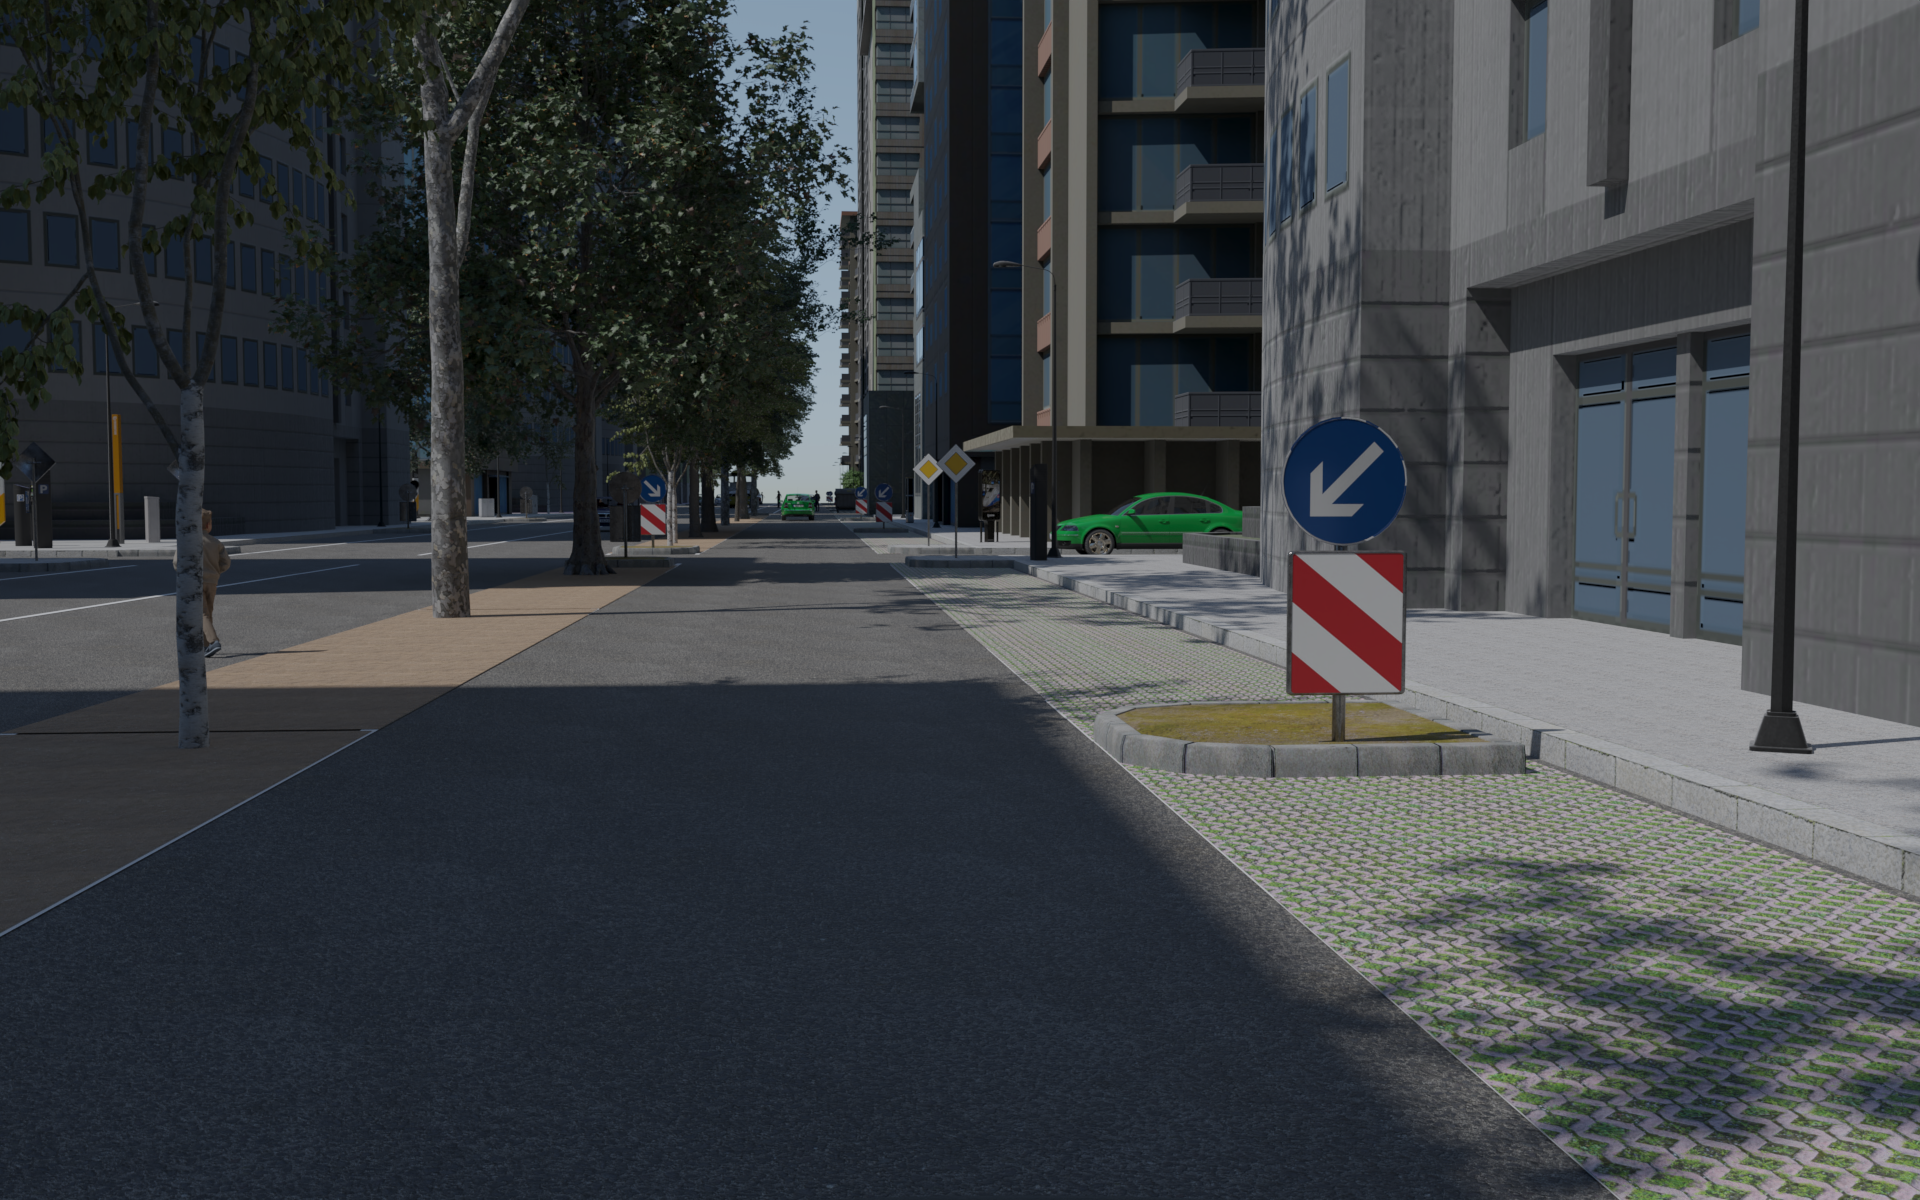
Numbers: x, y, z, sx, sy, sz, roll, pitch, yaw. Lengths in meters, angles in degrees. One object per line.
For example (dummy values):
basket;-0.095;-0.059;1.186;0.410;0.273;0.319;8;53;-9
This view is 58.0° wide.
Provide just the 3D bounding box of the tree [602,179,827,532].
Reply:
tree;-9.430;-9.515;64.678;9.857;13.997;8.962;0;3;0

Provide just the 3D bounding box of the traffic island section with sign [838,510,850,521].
traffic island section with sign;-5.369;-5.092;91.881;1.989;1.847;2.006;0;4;-5

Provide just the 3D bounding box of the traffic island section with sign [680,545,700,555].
traffic island section with sign;-7.351;-2.058;41.792;2.006;1.907;1.989;0;4;-5

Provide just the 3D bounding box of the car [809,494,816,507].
car;-16.694;-10.922;190.583;2.014;1.417;4.499;0;4;-5

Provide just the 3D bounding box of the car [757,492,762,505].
car;-27.949;-13.858;235.245;2.281;1.827;5.304;0;4;-5

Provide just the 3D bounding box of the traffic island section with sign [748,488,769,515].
traffic island section with sign;-13.874;-6.637;116.648;2.006;1.907;1.989;0;4;-5

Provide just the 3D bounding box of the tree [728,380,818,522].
tree;-11.548;-9.307;89.044;8.767;10.594;7.601;0;4;-5

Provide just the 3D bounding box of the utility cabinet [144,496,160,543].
utility cabinet;-21.451;-2.132;46.021;0.306;1.237;1.020;-2;4;-29

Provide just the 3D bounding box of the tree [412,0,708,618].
tree;-4.609;-9.808;18.710;12.611;20.169;13.585;0;3;0

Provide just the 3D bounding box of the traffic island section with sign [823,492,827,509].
traffic island section with sign;-12.072;-9.809;169.009;1.989;1.847;2.006;0;4;-5

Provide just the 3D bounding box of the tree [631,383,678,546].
tree;-7.588;-5.635;44.959;4.737;8.622;4.395;0;3;0

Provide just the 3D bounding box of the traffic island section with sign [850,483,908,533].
traffic island section with sign;-2.972;-3.416;64.485;1.989;1.847;2.006;0;4;-5

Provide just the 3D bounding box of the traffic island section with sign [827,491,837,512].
traffic island section with sign;-9.734;-8.167;142.155;1.989;1.847;2.006;0;4;-5

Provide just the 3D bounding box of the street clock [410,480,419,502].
street clock;-28.043;-5.168;89.063;0.471;2.002;0.358;-1;4;-20

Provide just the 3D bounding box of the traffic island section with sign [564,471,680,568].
traffic island section with sign;-6.718;-1.607;34.411;2.006;1.907;1.989;0;4;-5

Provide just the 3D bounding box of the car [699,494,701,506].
car;-27.842;-10.755;187.642;2.131;1.459;4.920;0;4;-3

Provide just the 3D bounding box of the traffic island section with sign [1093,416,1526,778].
traffic island section with sign;1.801;-0.062;9.647;1.989;1.847;2.006;0;4;-5

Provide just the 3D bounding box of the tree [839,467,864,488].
tree;-12.701;-13.512;204.640;4.285;4.588;4.351;0;3;0

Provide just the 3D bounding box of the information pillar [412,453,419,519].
information pillar;-28.475;-6.067;90.542;0.183;3.616;0.504;1;4;10

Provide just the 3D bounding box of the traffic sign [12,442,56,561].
traffic sign;-17.711;-1.805;33.162;0.795;2.450;0.064;0;4;-5

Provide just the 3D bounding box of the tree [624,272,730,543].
tree;-8.202;-5.917;49.563;4.360;8.622;3.978;0;3;0

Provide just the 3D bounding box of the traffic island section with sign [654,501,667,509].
traffic island section with sign;-29.439;-9.720;167.556;1.989;1.847;2.006;0;4;-5

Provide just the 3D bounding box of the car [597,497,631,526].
car;-13.575;-3.341;67.203;1.945;1.354;3.894;0;4;-7

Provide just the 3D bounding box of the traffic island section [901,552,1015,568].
traffic island section;-0.059;-0.763;34.749;2.009;0.180;2.903;0;4;-5

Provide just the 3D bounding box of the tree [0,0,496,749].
tree;-4.373;-3.480;9.724;4.737;8.622;4.395;0;3;0

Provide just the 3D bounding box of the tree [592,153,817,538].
tree;-8.543;-8.283;56.010;7.486;12.596;7.792;0;3;0

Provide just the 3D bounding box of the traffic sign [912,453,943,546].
traffic sign;-0.774;-2.384;42.625;0.795;2.450;0.064;0;4;-5

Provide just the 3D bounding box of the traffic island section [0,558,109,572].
traffic island section;-17.734;-0.669;33.221;2.009;0.180;2.903;0;4;-5

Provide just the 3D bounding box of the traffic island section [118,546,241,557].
traffic island section;-18.426;-1.156;41.177;2.009;0.180;2.903;0;4;-5

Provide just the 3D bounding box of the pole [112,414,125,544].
pole;-21.609;-3.096;44.460;0.158;3.312;0.155;0;3;0

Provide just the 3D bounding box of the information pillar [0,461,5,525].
information pillar;-25.169;-3.286;45.073;0.504;3.616;0.183;-1;4;-9

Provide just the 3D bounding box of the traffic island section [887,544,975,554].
traffic island section;-0.751;-1.249;42.704;2.009;0.180;2.903;0;4;-5

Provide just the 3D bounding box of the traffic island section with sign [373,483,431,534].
traffic island section with sign;-20.404;-3.375;63.817;1.989;1.847;2.006;0;4;-5

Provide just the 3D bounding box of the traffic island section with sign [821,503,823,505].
traffic island section with sign;-16.883;-13.187;224.238;1.989;1.847;2.006;0;4;-5

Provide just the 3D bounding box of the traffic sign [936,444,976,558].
traffic sign;-0.082;-1.898;34.670;0.795;2.450;0.064;0;4;-5

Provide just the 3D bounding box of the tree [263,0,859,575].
tree;-6.613;-6.778;30.288;9.611;12.733;9.660;0;3;0

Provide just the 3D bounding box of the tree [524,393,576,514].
tree;-26.783;-9.972;113.412;4.360;8.622;3.978;0;3;0

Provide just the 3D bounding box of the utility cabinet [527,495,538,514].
utility cabinet;-27.152;-6.036;109.854;0.306;1.237;1.020;1;4;14

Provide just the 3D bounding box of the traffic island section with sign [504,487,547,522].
traffic island section with sign;-22.761;-5.029;90.849;1.989;1.847;2.006;0;4;-5

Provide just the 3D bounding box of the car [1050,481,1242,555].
car;4.403;-1.872;39.406;4.718;1.807;1.959;0;4;-6

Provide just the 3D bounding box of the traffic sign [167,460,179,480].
traffic sign;-18.404;-2.292;41.117;0.795;2.450;0.064;0;4;-5

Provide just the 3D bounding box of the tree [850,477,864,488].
tree;-11.698;-12.660;201.587;1.663;3.219;1.824;0;3;0

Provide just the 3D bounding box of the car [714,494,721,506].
car;-28.514;-11.960;207.544;2.014;1.417;4.499;0;4;-7

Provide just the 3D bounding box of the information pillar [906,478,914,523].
information pillar;-2.227;-4.426;76.864;0.304;2.012;0.304;-1;4;-18

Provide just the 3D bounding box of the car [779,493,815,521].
car;-8.859;-5.236;94.401;1.959;1.807;4.718;0;4;-6
